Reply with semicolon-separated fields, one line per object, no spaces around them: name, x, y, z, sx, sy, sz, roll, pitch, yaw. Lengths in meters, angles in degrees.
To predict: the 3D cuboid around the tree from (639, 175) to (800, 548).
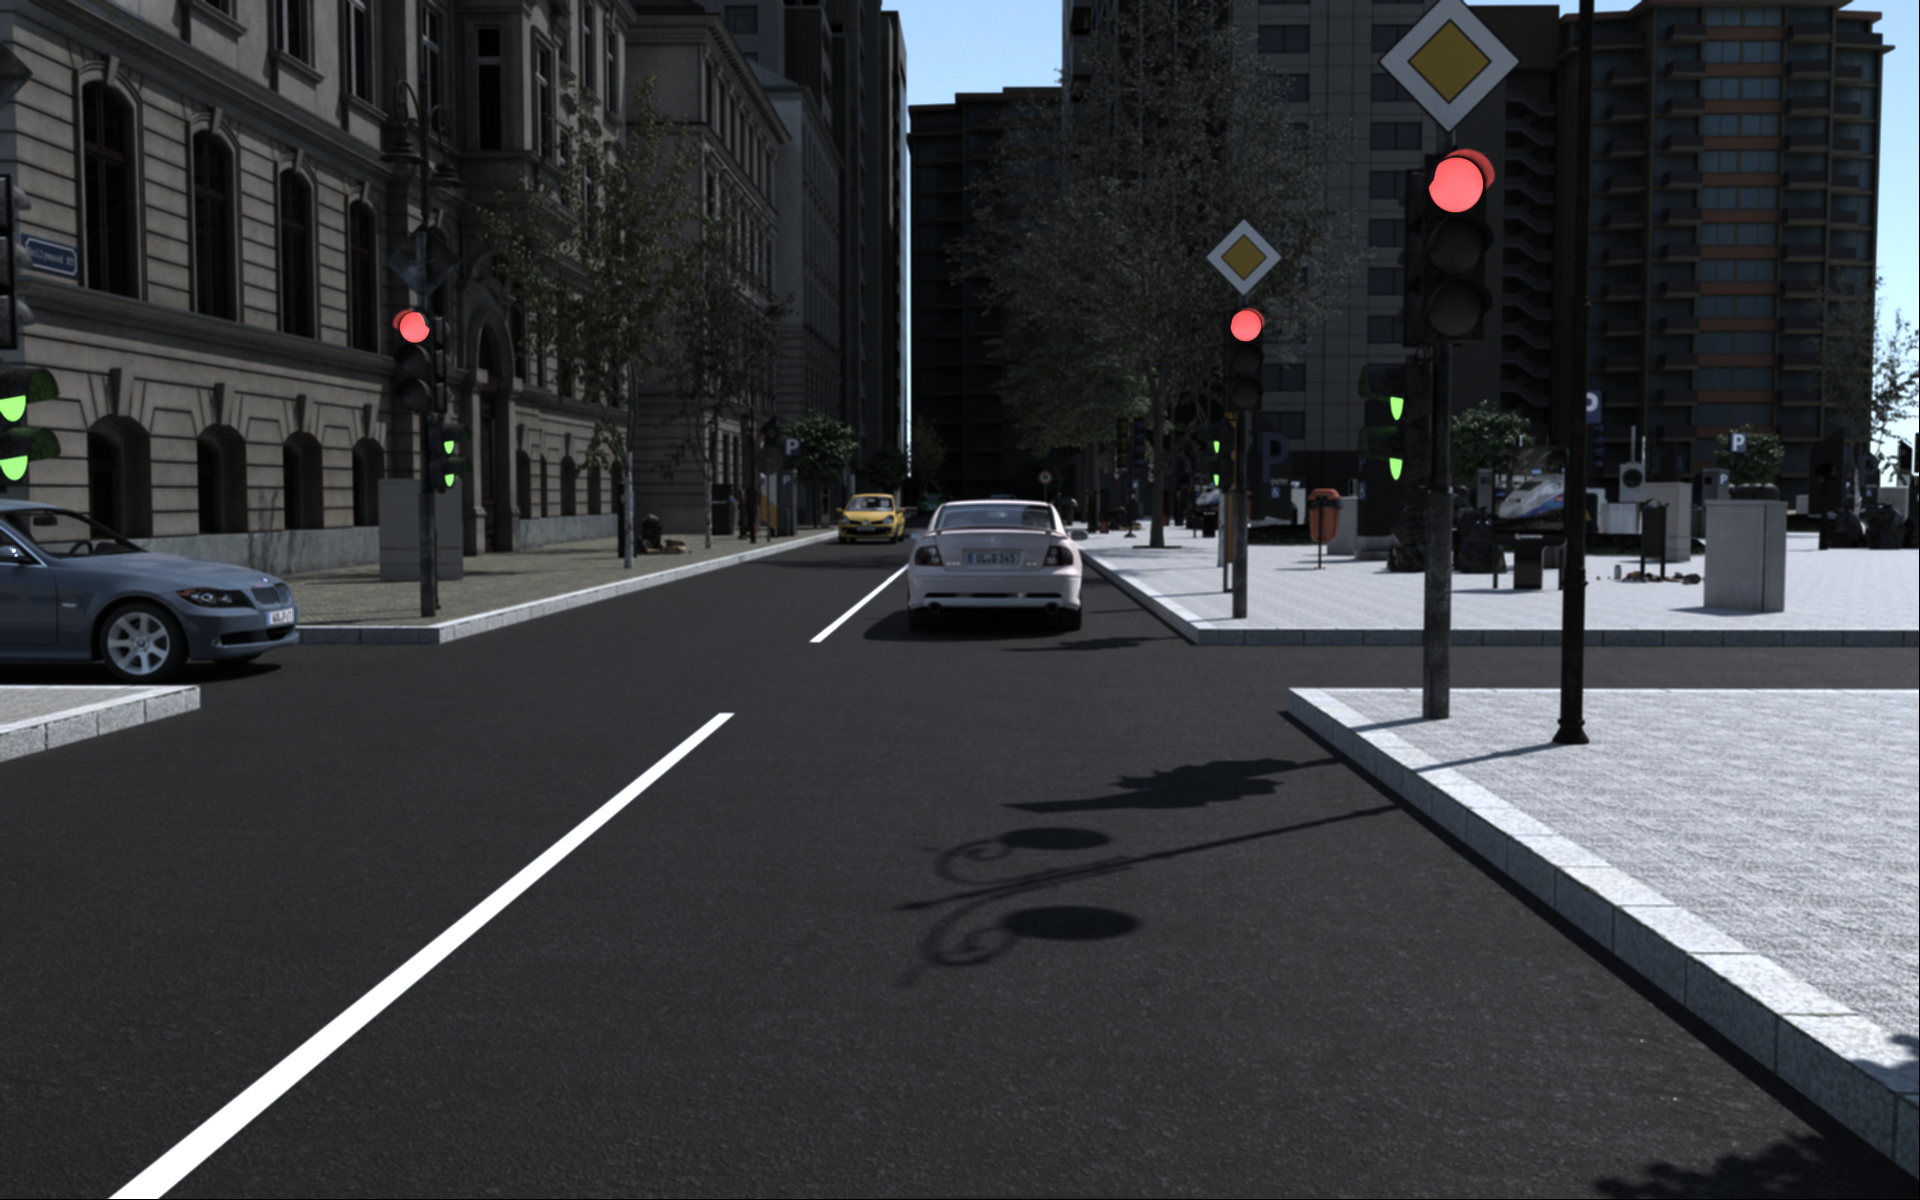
tree;-5.910;-5.538;40.906;4.360;8.622;3.978;0;3;0

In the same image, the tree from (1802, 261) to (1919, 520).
tree;28.423;-6.363;54.397;4.360;8.622;3.978;0;3;0

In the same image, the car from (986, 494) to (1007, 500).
car;2.940;-7.516;131.675;1.959;1.807;4.718;0;4;0

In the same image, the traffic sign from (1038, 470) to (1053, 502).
traffic sign;4.600;-5.699;93.288;0.768;2.556;0.104;0;4;7

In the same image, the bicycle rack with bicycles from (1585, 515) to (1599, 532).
bicycle rack with bicycles;14.976;-1.902;44.482;2.925;0.926;2.852;0;4;-5

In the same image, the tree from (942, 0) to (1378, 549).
tree;4.730;-7.965;40.593;12.009;13.543;11.850;0;3;0

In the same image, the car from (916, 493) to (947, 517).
car;-1.829;-6.269;111.294;1.959;1.807;4.718;0;4;1

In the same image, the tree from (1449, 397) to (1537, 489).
tree;17.814;-4.594;58.823;4.285;4.588;4.351;0;3;0

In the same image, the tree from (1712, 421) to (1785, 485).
tree;35.639;-5.794;78.453;4.285;4.588;4.351;0;3;0

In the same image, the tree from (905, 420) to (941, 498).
tree;-3.863;-13.469;170.578;4.360;8.622;3.978;0;3;0

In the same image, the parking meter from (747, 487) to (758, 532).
parking meter;-7.041;-3.075;58.683;0.372;1.533;0.369;0;3;0

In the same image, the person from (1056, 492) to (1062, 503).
person;9.779;-10.041;172.670;1.348;1.824;0.705;-3;5;-43

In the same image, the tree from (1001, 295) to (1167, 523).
tree;5.261;-8.665;76.080;8.767;10.594;7.601;3;4;38

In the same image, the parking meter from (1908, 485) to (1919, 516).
parking meter;25.409;-2.301;46.029;0.372;1.533;0.369;0;3;0

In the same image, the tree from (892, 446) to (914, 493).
tree;-4.232;-7.259;102.392;4.285;4.588;4.351;0;3;0

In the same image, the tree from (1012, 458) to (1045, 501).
tree;6.334;-10.570;156.529;4.285;4.588;4.351;0;3;0

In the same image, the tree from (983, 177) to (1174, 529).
tree;4.527;-8.842;62.688;7.486;12.596;7.792;0;3;0

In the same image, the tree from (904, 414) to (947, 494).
tree;-3.127;-12.724;158.399;4.737;8.622;4.395;0;3;0

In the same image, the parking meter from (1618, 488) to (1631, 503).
parking meter;27.101;-3.818;70.831;0.372;1.533;0.369;0;3;0

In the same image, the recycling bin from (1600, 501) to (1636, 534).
recycling bin;17.970;-2.126;47.317;0.722;1.027;0.722;0;4;0

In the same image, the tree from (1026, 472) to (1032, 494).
tree;6.131;-9.526;150.358;1.663;3.219;1.824;0;3;0

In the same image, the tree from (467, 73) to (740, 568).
tree;-5.983;-4.857;29.775;4.737;8.622;4.395;0;3;0

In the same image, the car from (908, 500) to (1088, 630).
car;0.429;-0.449;19.704;2.083;1.381;4.827;0;4;2

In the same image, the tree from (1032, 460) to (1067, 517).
tree;5.309;-6.284;97.346;1.663;3.219;1.824;0;3;0

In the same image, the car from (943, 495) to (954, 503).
car;-1.463;-7.700;138.483;1.945;1.354;3.894;0;4;2

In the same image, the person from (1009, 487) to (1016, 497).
person;2.791;-5.280;94.833;0.705;1.822;1.348;2;4;34

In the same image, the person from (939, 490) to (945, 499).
person;-1.545;-7.534;132.418;1.217;1.736;0.721;3;5;43

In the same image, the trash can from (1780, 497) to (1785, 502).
trash can;39.503;-4.413;83.803;0.748;1.137;0.748;0;3;0

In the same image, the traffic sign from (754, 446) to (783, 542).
traffic sign;-5.118;-2.821;46.236;0.768;2.556;0.104;0;4;4

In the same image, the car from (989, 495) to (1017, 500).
car;2.126;-4.497;85.520;2.014;1.417;4.499;0;4;2

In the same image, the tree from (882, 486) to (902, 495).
tree;-4.484;-7.290;113.793;1.663;3.219;1.824;0;3;0

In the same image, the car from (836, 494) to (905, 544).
car;-2.579;-2.489;50.923;2.015;1.641;3.980;0;4;2

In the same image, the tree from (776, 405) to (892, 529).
tree;-5.273;-4.908;63.961;4.285;4.588;4.351;0;3;0

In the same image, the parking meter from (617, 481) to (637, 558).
parking meter;-6.698;-1.617;34.848;0.372;1.533;0.369;0;3;0

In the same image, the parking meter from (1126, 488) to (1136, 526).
parking meter;6.889;-3.753;69.771;0.372;1.533;0.369;0;3;0

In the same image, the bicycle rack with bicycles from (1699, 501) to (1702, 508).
bicycle rack with bicycles;38.705;-4.546;87.710;2.852;0.926;2.925;2;4;33

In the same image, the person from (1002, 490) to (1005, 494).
person;4.083;-9.318;160.864;0.705;1.822;1.348;-1;4;-16

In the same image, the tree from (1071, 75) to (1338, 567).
tree;4.407;-4.890;30.315;4.360;8.622;3.978;0;3;0

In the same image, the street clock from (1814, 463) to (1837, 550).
street clock;19.930;-2.162;39.921;0.471;2.002;0.358;2;4;25

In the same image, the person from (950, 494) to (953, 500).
person;-0.856;-9.029;159.382;0.557;1.426;1.065;2;4;26

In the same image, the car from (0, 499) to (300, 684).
car;-7.660;-0.117;13.917;4.499;1.417;2.014;0;4;2
